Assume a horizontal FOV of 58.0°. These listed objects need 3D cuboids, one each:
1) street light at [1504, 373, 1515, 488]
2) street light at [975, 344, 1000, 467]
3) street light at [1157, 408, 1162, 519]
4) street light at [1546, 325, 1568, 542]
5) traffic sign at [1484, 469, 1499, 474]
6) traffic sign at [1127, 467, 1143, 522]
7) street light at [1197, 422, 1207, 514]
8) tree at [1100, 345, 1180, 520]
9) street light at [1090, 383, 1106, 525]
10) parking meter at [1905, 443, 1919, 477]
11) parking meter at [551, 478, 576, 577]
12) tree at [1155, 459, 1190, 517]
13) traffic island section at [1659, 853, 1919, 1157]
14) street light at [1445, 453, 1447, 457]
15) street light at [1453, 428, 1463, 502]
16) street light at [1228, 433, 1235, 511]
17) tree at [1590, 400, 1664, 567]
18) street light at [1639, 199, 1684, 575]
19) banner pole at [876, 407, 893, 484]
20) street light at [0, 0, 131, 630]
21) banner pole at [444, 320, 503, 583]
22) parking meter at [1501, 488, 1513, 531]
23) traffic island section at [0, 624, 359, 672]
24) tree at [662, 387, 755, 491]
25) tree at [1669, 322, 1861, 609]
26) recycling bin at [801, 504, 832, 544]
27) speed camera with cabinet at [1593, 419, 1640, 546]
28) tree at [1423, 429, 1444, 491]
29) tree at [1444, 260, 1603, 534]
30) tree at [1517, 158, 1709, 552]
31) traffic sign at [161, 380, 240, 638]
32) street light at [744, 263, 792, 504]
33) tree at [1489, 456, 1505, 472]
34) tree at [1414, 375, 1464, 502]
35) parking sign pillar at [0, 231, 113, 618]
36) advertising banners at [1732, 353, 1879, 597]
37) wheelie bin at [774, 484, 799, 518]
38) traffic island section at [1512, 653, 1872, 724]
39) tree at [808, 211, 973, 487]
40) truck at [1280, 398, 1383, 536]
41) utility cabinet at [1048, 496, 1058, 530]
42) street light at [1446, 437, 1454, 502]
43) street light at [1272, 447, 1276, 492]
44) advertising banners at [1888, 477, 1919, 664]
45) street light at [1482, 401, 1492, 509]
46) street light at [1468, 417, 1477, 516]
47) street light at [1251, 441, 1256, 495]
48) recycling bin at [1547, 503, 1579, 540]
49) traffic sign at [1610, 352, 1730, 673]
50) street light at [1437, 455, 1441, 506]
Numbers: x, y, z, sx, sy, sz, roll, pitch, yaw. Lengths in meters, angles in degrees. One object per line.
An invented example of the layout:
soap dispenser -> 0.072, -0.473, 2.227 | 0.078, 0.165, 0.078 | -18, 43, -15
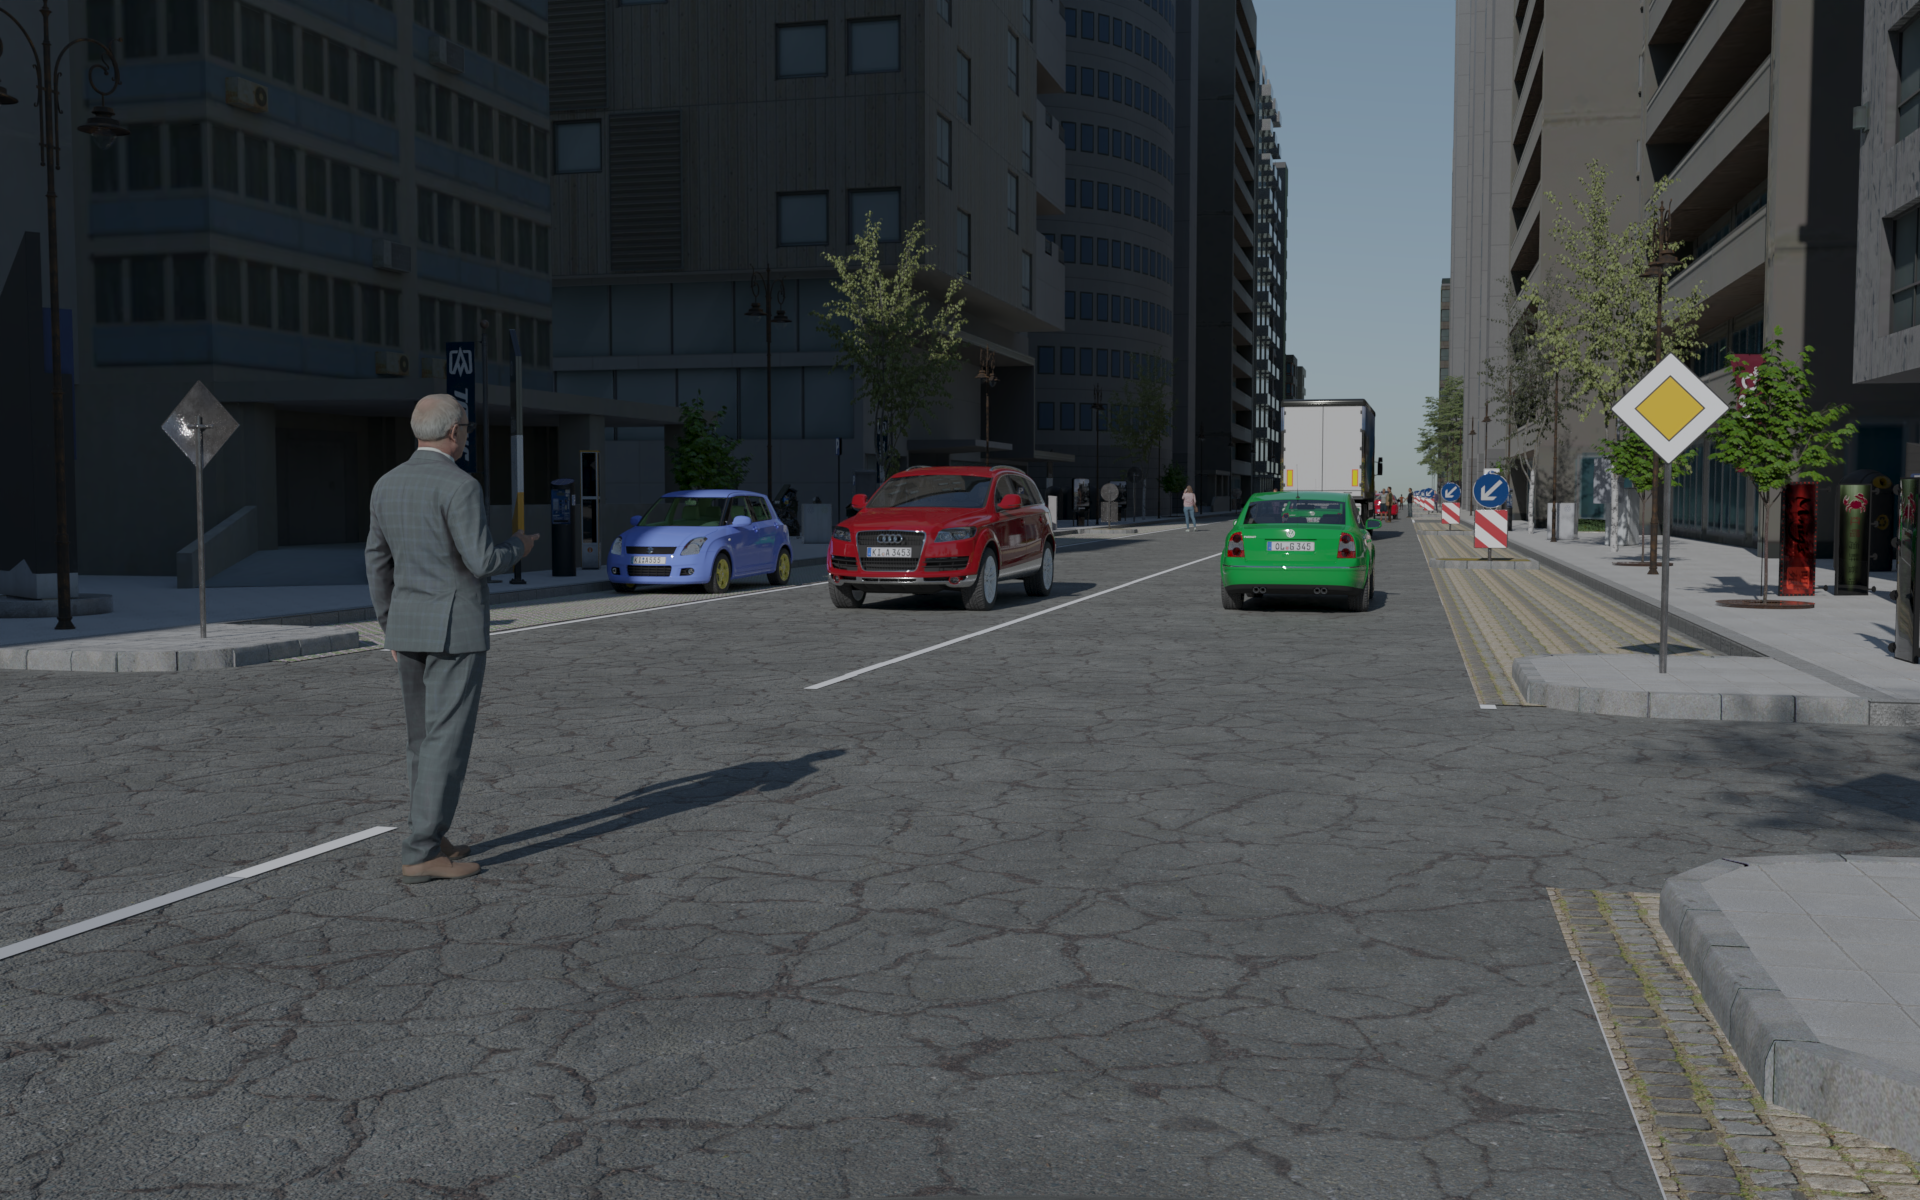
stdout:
street light -> 20.767, -5.670, 65.491 | 0.468, 5.910, 1.993 | 1, 4, 14
street light -> 0.850, -4.933, 53.444 | 0.468, 5.910, 1.993 | 1, 4, 14
street light -> 10.414, -7.199, 90.490 | 0.468, 5.910, 1.993 | 1, 4, 14
street light -> 15.870, -4.486, 46.136 | 0.468, 5.910, 1.993 | 1, 4, 14
traffic sign -> 21.423, -4.142, 69.849 | 0.606, 2.300, 0.079 | 2, 4, 23
traffic sign -> 8.058, -4.891, 80.077 | 0.768, 2.556, 0.104 | 2, 4, 24
street light -> 15.259, -8.359, 109.457 | 0.468, 5.910, 1.993 | 1, 4, 14
tree -> 9.112, -8.317, 86.339 | 4.737, 8.622, 4.395 | 0, 3, 0
street light -> 5.731, -6.075, 72.115 | 0.468, 5.910, 1.993 | 1, 4, 14
parking meter -> 10.905, -0.847, 19.559 | 0.255, 1.863, 0.399 | -3, 4, -38
parking meter -> -6.178, -1.136, 26.987 | 0.372, 1.533, 0.369 | 0, 3, 0
tree -> 12.138, -6.315, 97.846 | 1.663, 3.219, 1.824 | 0, 3, 0
traffic island section -> 3.079, 1.077, 4.674 | 2.009, 0.180, 2.903 | 1, 4, 14
street light -> 44.528, -11.343, 158.247 | 0.468, 5.910, 1.993 | 1, 4, 14
street light -> 34.919, -9.063, 120.968 | 0.468, 5.910, 1.993 | 1, 4, 14
street light -> 20.007, -9.495, 128.024 | 0.468, 5.910, 1.993 | 1, 4, 14
tree -> 12.362, -2.222, 30.929 | 1.663, 3.219, 1.824 | 0, 3, 0
street light -> 11.059, -3.344, 27.457 | 0.468, 5.910, 1.993 | 1, 4, 14
banner pole -> -2.123, -3.655, 49.775 | 0.863, 3.779, 0.401 | 3, 5, 43
street light -> -8.502, -2.660, 16.273 | 0.468, 5.910, 1.993 | 1, 4, 14
banner pole -> -7.050, -2.141, 25.029 | 0.863, 3.779, 0.401 | 1, 4, 15
parking meter -> 18.955, -3.157, 60.027 | 0.372, 1.533, 0.369 | 0, 3, 0
traffic island section -> -6.756, 0.419, 15.423 | 2.009, 0.180, 2.903 | 1, 4, 14
tree -> -4.765, -2.249, 31.375 | 1.663, 3.219, 1.824 | 0, 3, 0
tree -> 9.293, -1.528, 19.591 | 1.663, 3.219, 1.824 | 0, 3, 0
recycling bin -> -3.727, -1.984, 44.992 | 0.722, 1.027, 0.722 | -1, 4, -10
speed camera with cabinet -> 16.157, -2.952, 42.597 | 0.660, 3.252, 2.038 | 3, 4, 36
tree -> 48.289, -13.610, 172.880 | 4.360, 8.622, 3.978 | 0, 3, 0
tree -> 18.500, -6.441, 55.679 | 4.360, 8.622, 3.978 | 0, 3, 0
tree -> 14.361, -5.351, 37.848 | 4.737, 8.622, 4.395 | 0, 3, 0
traffic sign -> -6.731, -0.716, 15.355 | 0.795, 2.450, 0.064 | 1, 4, 14
street light -> -3.839, -3.797, 34.861 | 0.468, 5.910, 1.993 | 1, 4, 14
tree -> 27.491, -5.734, 88.359 | 1.663, 3.219, 1.824 | 0, 3, 0
tree -> 47.438, -15.146, 165.769 | 7.486, 12.596, 7.792 | 0, 3, 0
parking sign pillar -> -9.882, -1.833, 18.447 | 1.447, 3.967, 1.447 | 3, 5, 45
advertising banners -> 10.541, -1.559, 21.675 | 2.074, 3.025, 0.090 | -1, 4, -8
wheelie bin -> -5.524, -2.897, 55.272 | 0.693, 1.594, 0.980 | -1, 4, -23
traffic island section -> 5.056, 0.604, 12.411 | 2.009, 0.180, 2.903 | 1, 4, 14
tree -> -1.838, -5.853, 46.066 | 4.737, 8.622, 4.395 | 0, 3, 0
truck -> 12.181, -4.133, 56.485 | 2.839, 4.237, 11.283 | 1, 4, 15
utility cabinet -> 3.310, -3.082, 61.558 | 0.306, 1.237, 1.020 | 0, 4, 5
street light -> 39.744, -10.208, 139.689 | 0.468, 5.910, 1.993 | 1, 4, 14
street light -> 30.897, -12.109, 170.770 | 0.468, 5.910, 1.993 | 1, 4, 14
advertising banners -> 7.108, -0.996, 12.478 | 0.090, 3.025, 2.074 | 1, 4, 12
street light -> 25.582, -6.817, 84.247 | 0.468, 5.910, 1.993 | 1, 4, 14
street light -> 30.262, -7.926, 102.377 | 0.468, 5.910, 1.993 | 1, 4, 14
street light -> 24.939, -10.686, 147.502 | 0.468, 5.910, 1.993 | 1, 4, 14
recycling bin -> 16.901, -2.202, 48.563 | 0.722, 1.027, 0.722 | 2, 4, 29
traffic sign -> 5.031, -0.532, 12.340 | 0.795, 2.450, 0.064 | 1, 4, 14
street light -> 50.522, -12.801, 182.091 | 0.468, 5.910, 1.993 | 1, 4, 14
